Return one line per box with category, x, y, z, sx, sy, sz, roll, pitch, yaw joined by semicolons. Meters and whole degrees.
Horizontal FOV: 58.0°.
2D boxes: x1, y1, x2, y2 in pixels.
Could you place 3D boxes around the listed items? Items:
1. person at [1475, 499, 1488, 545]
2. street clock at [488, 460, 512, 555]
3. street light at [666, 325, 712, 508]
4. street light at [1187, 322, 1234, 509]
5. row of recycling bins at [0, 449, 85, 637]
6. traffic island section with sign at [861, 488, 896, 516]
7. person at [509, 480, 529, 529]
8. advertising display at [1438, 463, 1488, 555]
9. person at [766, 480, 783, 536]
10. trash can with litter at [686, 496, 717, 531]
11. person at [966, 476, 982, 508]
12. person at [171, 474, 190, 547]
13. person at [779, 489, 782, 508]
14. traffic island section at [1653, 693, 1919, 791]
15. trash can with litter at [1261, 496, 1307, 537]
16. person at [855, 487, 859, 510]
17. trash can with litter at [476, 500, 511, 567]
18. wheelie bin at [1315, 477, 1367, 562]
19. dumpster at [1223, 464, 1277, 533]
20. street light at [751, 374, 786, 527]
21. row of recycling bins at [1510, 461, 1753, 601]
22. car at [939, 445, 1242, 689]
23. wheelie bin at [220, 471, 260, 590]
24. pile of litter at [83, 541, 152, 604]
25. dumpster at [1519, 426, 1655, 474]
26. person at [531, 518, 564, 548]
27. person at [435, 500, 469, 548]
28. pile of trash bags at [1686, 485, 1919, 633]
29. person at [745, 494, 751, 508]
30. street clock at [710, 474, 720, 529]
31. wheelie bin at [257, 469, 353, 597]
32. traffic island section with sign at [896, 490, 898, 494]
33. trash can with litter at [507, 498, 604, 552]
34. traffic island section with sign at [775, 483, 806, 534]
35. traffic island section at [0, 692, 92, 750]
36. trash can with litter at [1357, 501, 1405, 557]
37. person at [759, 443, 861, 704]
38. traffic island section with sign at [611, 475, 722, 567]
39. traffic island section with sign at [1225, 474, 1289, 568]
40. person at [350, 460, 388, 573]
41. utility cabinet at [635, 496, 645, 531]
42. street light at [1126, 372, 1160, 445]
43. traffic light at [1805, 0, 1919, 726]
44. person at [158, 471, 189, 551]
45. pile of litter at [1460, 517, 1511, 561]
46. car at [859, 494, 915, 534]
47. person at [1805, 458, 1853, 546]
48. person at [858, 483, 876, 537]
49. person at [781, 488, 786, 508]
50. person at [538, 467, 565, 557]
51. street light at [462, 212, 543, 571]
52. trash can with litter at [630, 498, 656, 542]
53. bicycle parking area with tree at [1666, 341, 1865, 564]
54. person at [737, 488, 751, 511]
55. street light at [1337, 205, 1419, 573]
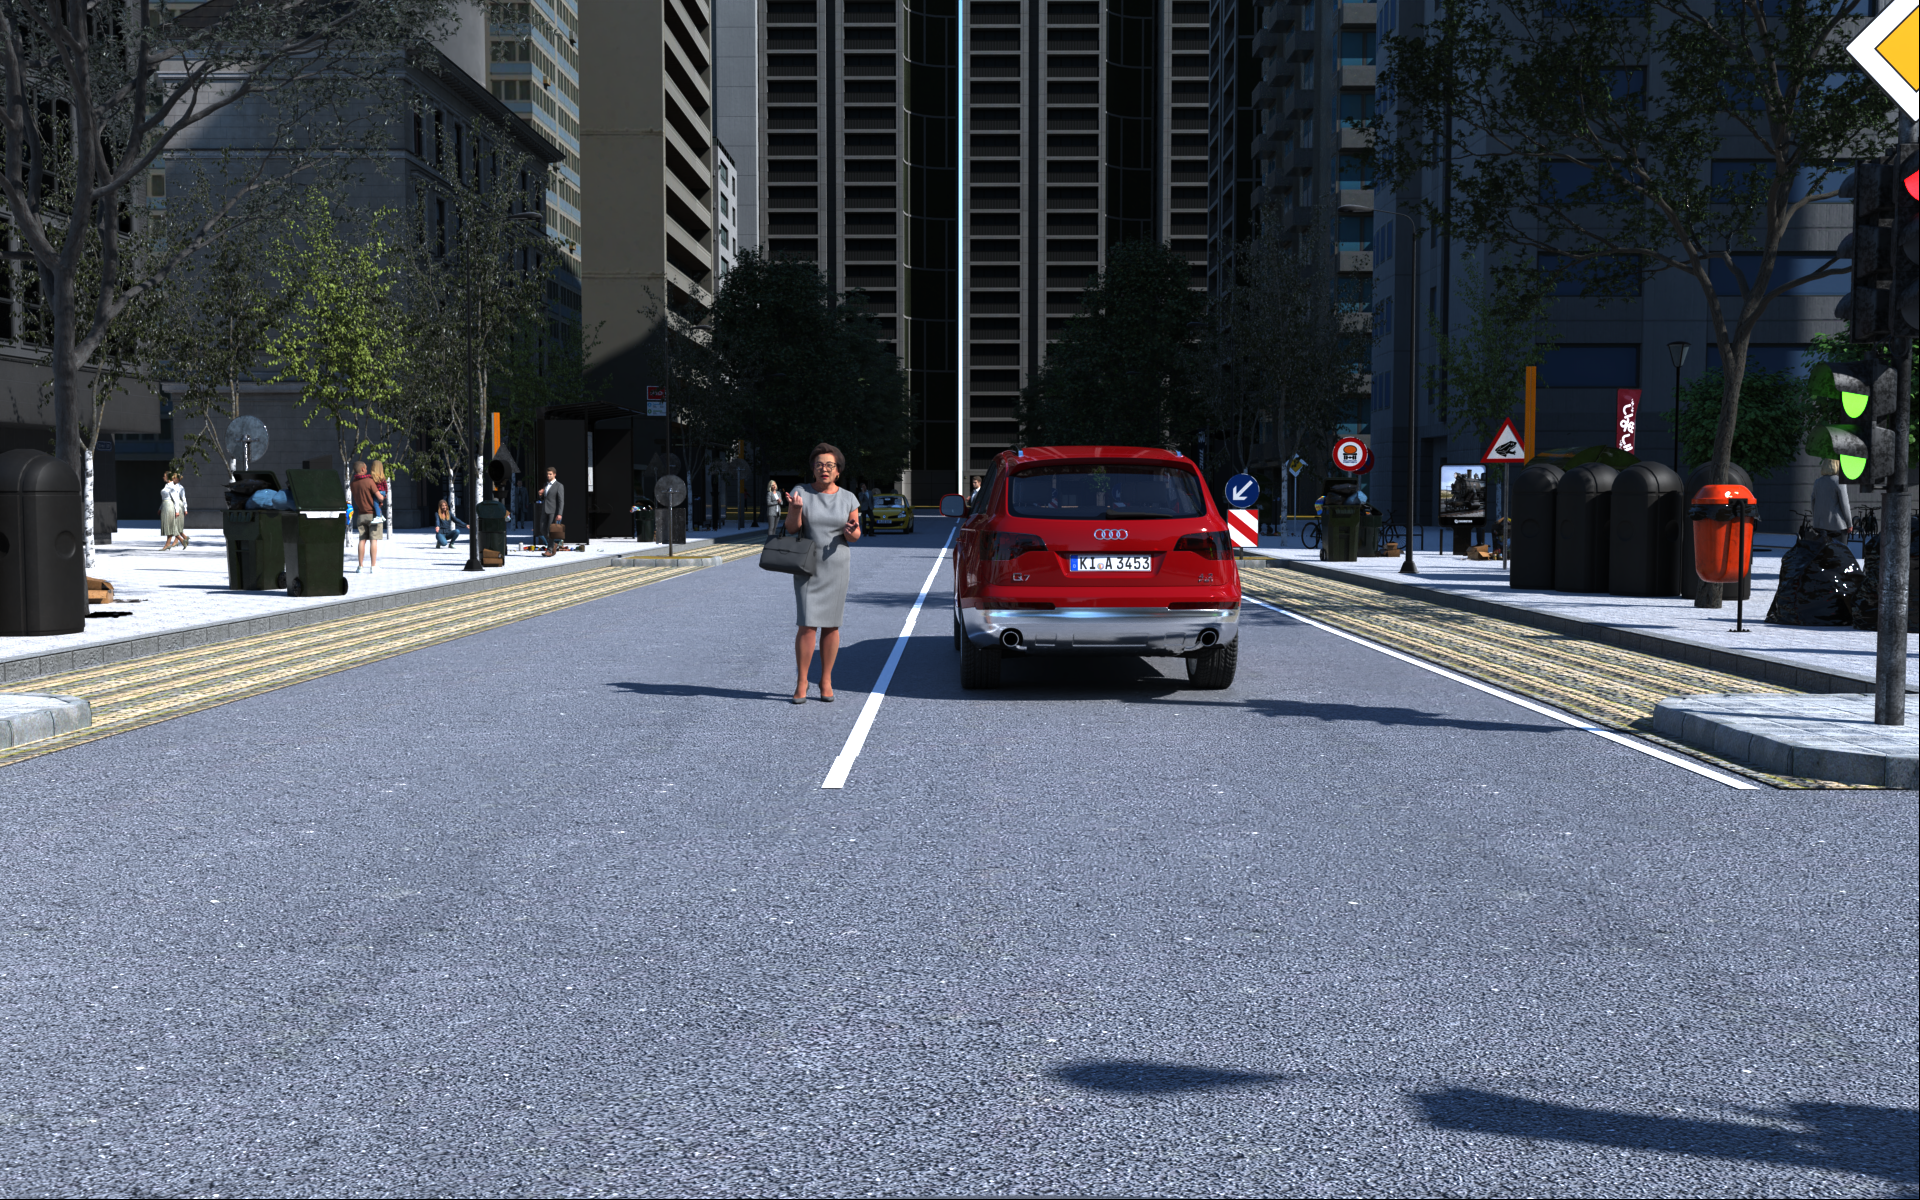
person;12.595;-2.214;42.639;0.661;1.777;0.834;-1;4;-17
street clock;-9.689;-1.953;36.507;0.471;2.002;0.358;2;4;27
street light;-7.531;-4.603;47.795;1.470;5.913;1.316;0;4;0
street light;6.826;-4.551;46.943;1.470;5.913;1.316;0;4;0
row of recycling bins;-9.477;-0.478;14.928;3.534;1.692;1.069;-3;5;-44
traffic island section with sign;-5.373;-6.322;111.989;1.989;1.847;2.006;0;4;0
person;-16.308;-3.542;64.054;0.694;1.812;0.767;-1;4;-16
advertising display;10.529;-1.900;36.285;0.974;1.923;0.123;1;4;12
person;-4.968;-2.326;46.707;0.537;1.800;0.526;-3;5;-41
trash can with litter;-8.976;-3.023;60.485;1.678;1.210;2.233;1;4;13
person;0.400;-1.839;38.532;0.622;1.834;0.822;3;5;43
person;-18.932;-2.182;41.939;0.478;1.798;0.641;2;4;33
person;-16.569;-9.395;160.382;1.217;1.736;0.721;-3;4;-39
traffic island section;5.206;0.772;9.661;2.009;0.180;2.903;0;4;0
trash can with litter;9.857;-2.591;53.422;1.678;1.210;2.233;1;4;10
person;-8.377;-8.214;140.361;0.705;1.821;1.348;1;4;19
trash can with litter;-8.262;-1.186;30.784;0.624;1.170;1.055;-1;4;-19
wheelie bin;7.275;-1.534;32.984;0.980;1.594;0.693;0;4;-3
dumpster;9.452;-3.303;56.491;1.502;2.255;1.985;0;4;0
street light;-7.402;-5.770;66.881;1.470;5.913;1.316;0;4;0
row of recycling bins;8.556;-0.931;22.343;1.069;1.692;3.534;-2;4;-30
car;0.976;-0.343;14.285;2.281;1.827;5.304;0;4;-1
wheelie bin;-9.443;-0.939;23.256;0.980;1.594;0.693;1;4;16
pile of litter;-10.458;-0.384;20.250;1.719;0.858;1.176;-1;4;-15
dumpster;9.282;-1.425;25.799;1.502;2.255;1.985;0;4;0
person;-9.695;-1.779;40.629;0.738;1.151;1.012;1;4;13
person;-12.002;-1.790;40.813;1.012;1.151;0.738;-3;4;-38
pile of trash bags;8.568;-0.423;16.662;3.447;1.369;1.912;-1;4;-14
person;-19.860;-9.424;159.761;1.348;1.869;0.705;-3;5;-39
street clock;-8.984;-3.605;63.513;0.358;2.002;0.471;0;4;-3
wheelie bin;-8.190;-0.853;21.851;0.980;1.594;0.693;-3;5;-42
traffic island section with sign;-5.215;-7.970;138.944;1.989;1.847;2.006;0;4;0
trash can with litter;-9.070;-1.697;38.798;2.233;1.210;1.678;1;4;22
traffic island section with sign;-5.694;-3.292;62.448;1.989;1.847;2.006;0;4;0
traffic island section;-6.335;0.767;9.737;2.009;0.180;2.903;0;4;0
trash can with litter;8.492;-1.465;35.348;1.055;1.170;0.624;-1;4;-18
person;-1.014;-0.184;11.862;0.716;1.782;0.532;-1;4;-14
traffic island section with sign;-5.847;-1.604;34.849;1.989;1.847;2.006;0;4;0
traffic island section with sign;5.369;-1.572;34.334;1.989;1.847;2.006;0;4;0
person;-9.583;-1.355;28.165;0.580;1.828;0.573;-2;4;-30
utility cabinet;-11.329;-2.963;59.614;0.306;1.237;1.020;3;5;42
street light;6.992;-5.705;65.817;1.470;5.913;1.316;0;4;0
traffic light;5.166;-1.262;9.547;0.839;4.253;0.868;0;4;0
person;-17.843;-2.017;39.243;0.641;1.798;0.478;-2;4;-30
pile of litter;10.379;-1.221;33.936;1.719;0.858;1.176;-2;4;-34
car;-2.619;-3.236;63.136;2.015;1.641;3.980;0;4;2
person;11.338;-1.008;22.712;0.728;1.800;0.709;-1;4;-20
person;-3.136;-3.050;58.544;0.592;1.802;0.473;-1;4;-8
person;-15.864;-9.148;155.622;0.705;1.822;1.348;-2;4;-30
person;-8.337;-1.798;35.399;0.622;1.834;0.822;1;4;18
street light;-7.579;-3.435;28.710;1.470;5.913;1.316;0;4;0
trash can with litter;-8.427;-2.141;46.390;0.624;1.170;1.055;0;4;2
bicycle parking area with tree;16.084;-2.788;32.583;8.231;4.147;9.016;1;4;13
person;-16.445;-7.668;132.134;1.217;1.743;0.721;-3;5;-41
street light;6.754;-3.391;27.978;1.470;5.913;1.316;0;4;0
